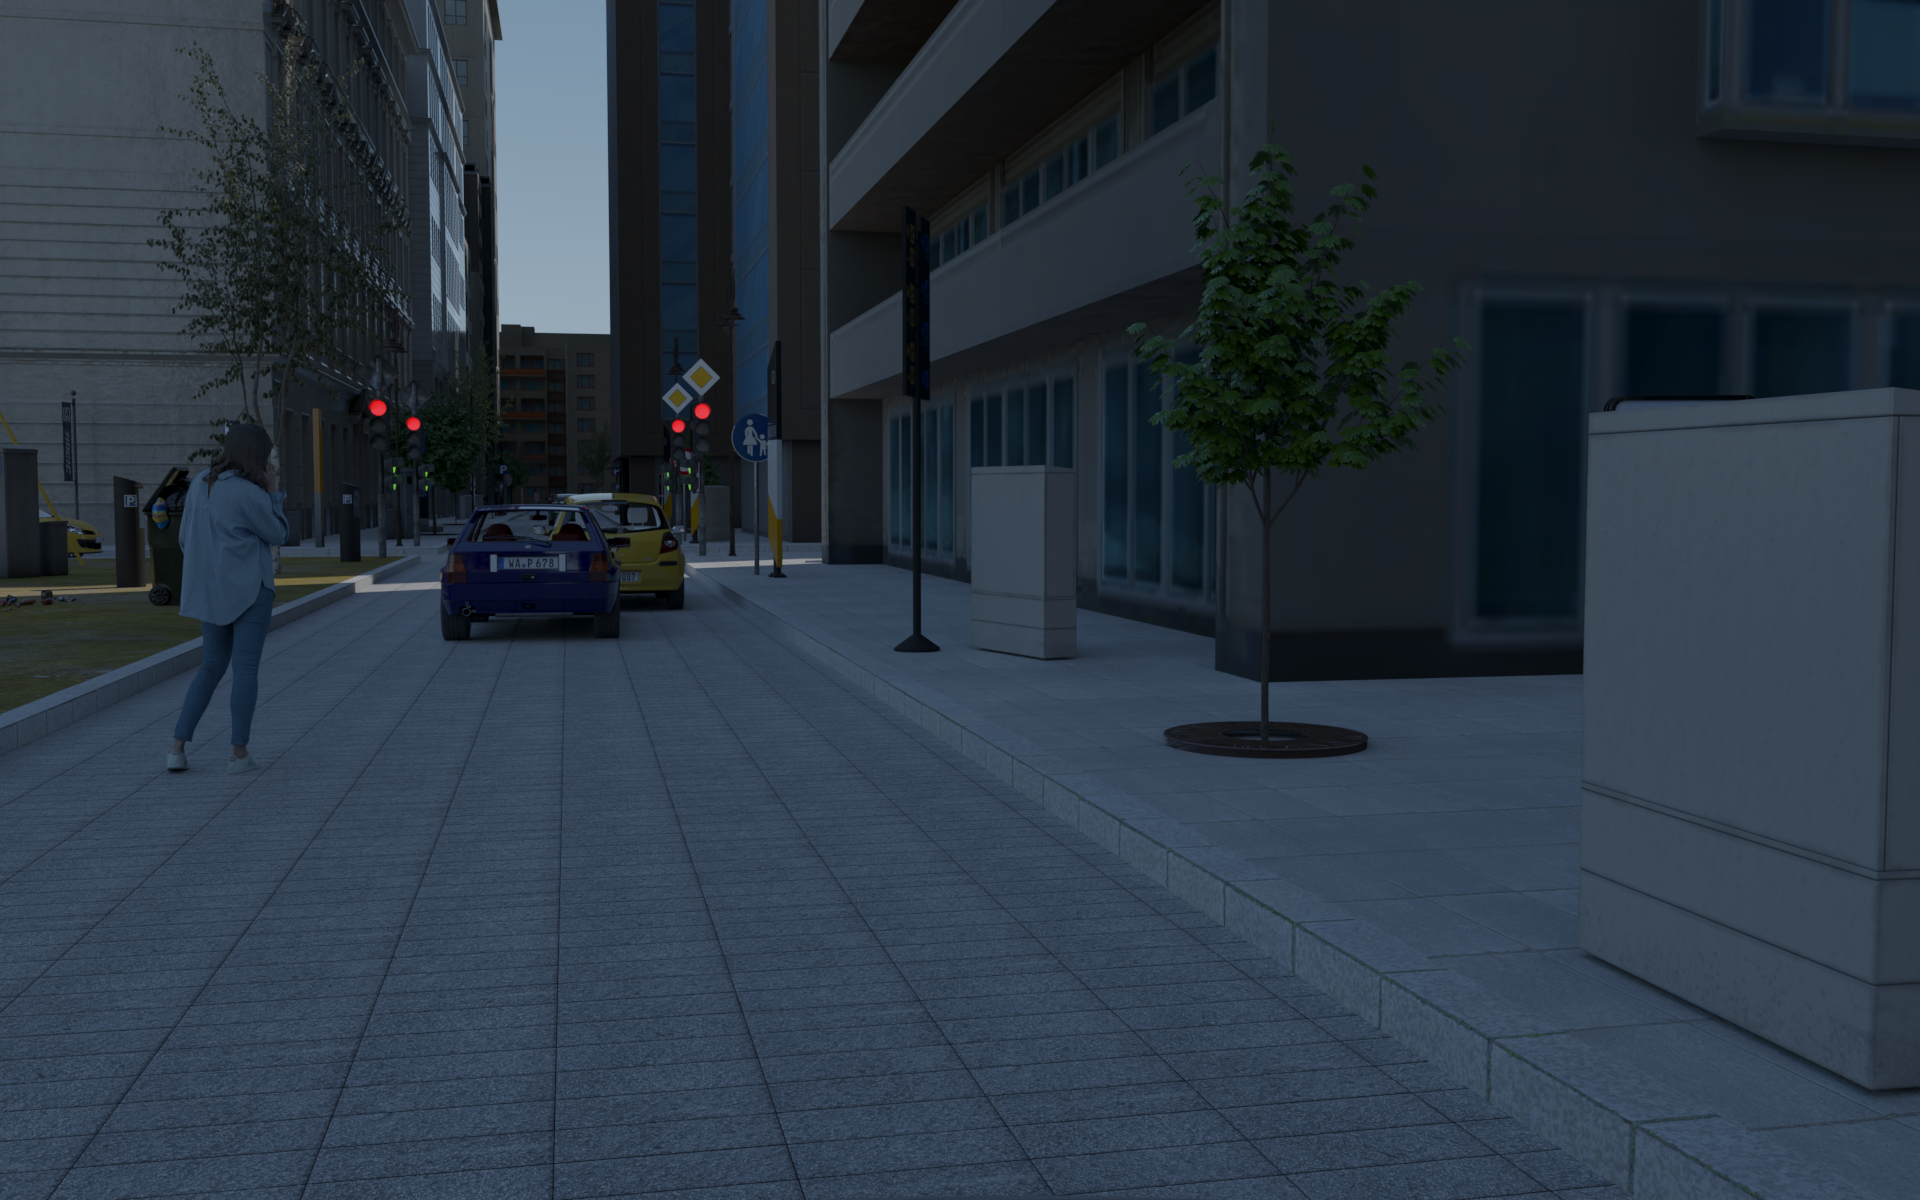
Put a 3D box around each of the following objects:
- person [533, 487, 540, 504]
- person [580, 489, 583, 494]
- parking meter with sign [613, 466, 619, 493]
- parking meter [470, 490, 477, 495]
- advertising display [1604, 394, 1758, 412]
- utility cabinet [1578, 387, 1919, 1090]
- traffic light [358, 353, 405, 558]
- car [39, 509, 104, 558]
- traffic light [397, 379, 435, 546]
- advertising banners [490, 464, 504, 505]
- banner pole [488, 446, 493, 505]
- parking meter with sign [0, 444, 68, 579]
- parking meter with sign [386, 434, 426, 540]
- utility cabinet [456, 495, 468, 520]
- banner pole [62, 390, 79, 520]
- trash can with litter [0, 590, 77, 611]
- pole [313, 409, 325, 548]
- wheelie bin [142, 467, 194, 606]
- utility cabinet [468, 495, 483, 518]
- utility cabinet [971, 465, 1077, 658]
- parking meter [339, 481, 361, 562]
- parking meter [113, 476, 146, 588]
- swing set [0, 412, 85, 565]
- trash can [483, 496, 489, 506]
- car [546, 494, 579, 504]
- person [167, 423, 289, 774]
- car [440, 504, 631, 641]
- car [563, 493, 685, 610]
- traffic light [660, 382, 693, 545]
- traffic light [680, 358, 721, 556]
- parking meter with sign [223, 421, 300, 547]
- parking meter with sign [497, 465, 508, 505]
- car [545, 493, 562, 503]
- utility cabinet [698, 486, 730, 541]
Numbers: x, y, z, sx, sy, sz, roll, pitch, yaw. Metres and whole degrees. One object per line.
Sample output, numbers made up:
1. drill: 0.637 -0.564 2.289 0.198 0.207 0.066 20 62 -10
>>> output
1. person: -23.748 -5.428 97.258 0.388 1.821 0.555 0 4 -8
2. person: -29.770 -7.813 136.174 0.705 1.831 1.348 -1 4 -21
3. parking meter with sign: -21.302 -6.816 107.709 0.543 3.016 1.738 -1 4 -12
4. parking meter: -27.197 -5.414 96.936 0.372 1.533 0.369 0 3 0
5. advertising display: 4.706 -0.374 11.335 0.974 1.923 0.123 0 4 3
6. utility cabinet: 1.976 0.273 4.223 0.318 1.500 1.173 -1 4 -10
7. traffic light: -11.528 -2.789 34.526 0.839 4.253 0.868 -1 4 -13
8. car: -20.295 -1.610 36.549 3.980 1.641 2.015 -1 4 -11
9. traffic light: -13.287 -3.266 42.316 0.839 4.253 0.868 -1 4 -13
10. advertising banners: -26.814 -6.361 100.183 0.090 3.025 2.074 0 4 6
11. banner pole: -24.710 -6.188 91.187 0.401 3.779 0.863 -2 4 -30
12. parking meter with sign: -14.485 -1.849 26.499 0.543 3.016 1.738 1 4 15
13. parking meter with sign: -15.901 -3.254 49.468 0.543 3.016 1.738 1 4 11
14. utility cabinet: -25.195 -4.662 87.386 0.306 1.237 1.020 -2 4 -26
15. banner pole: -21.383 -3.159 41.674 0.401 3.779 0.863 0 4 -3
16. trash can with litter: -10.972 -0.541 19.897 1.678 1.210 2.233 1 4 17
17. pole: -15.325 -2.908 41.382 0.158 3.312 0.155 0 3 0
18. wheelie bin: -9.058 -0.750 20.171 0.693 1.594 0.980 -1 4 -10
19. utility cabinet: -25.726 -4.916 91.531 1.020 1.237 0.306 1 4 12
20. utility cabinet: 0.507 -0.316 13.838 0.318 1.500 1.173 -2 4 -28
21. parking meter: -11.552 -1.491 32.788 0.372 1.533 0.369 0 3 0
22. parking meter: -11.431 -0.944 23.848 0.372 1.533 0.369 0 3 0
23. swing set: -17.837 -2.073 31.517 2.862 2.851 3.119 -3 4 -37
24. trash can: -29.808 -5.905 108.207 0.748 1.137 0.748 0 3 0
25. car: -18.018 -4.167 79.925 2.131 1.459 4.920 -1 4 -11
26. person: -3.783 -0.008 8.903 0.793 1.790 0.793 -1 4 -10
27. car: -4.486 -0.356 18.403 1.945 1.354 3.894 -1 4 -11
28. car: -4.577 -0.763 22.699 2.015 1.641 3.980 -1 4 -13
29. traffic light: -7.134 -3.351 43.717 0.839 4.253 0.868 -1 4 -13
30. traffic light: -5.375 -2.875 35.927 0.839 4.253 0.868 -1 4 -13
31. parking meter with sign: -16.851 -2.791 41.891 0.543 3.016 1.738 2 4 32
32. parking meter with sign: -27.605 -6.614 104.396 0.543 3.016 1.738 -1 4 -22
33. car: -34.233 -8.472 147.555 2.155 1.783 4.494 -1 4 -14
34. utility cabinet: -6.657 -2.319 46.600 0.318 1.500 1.173 2 4 30
